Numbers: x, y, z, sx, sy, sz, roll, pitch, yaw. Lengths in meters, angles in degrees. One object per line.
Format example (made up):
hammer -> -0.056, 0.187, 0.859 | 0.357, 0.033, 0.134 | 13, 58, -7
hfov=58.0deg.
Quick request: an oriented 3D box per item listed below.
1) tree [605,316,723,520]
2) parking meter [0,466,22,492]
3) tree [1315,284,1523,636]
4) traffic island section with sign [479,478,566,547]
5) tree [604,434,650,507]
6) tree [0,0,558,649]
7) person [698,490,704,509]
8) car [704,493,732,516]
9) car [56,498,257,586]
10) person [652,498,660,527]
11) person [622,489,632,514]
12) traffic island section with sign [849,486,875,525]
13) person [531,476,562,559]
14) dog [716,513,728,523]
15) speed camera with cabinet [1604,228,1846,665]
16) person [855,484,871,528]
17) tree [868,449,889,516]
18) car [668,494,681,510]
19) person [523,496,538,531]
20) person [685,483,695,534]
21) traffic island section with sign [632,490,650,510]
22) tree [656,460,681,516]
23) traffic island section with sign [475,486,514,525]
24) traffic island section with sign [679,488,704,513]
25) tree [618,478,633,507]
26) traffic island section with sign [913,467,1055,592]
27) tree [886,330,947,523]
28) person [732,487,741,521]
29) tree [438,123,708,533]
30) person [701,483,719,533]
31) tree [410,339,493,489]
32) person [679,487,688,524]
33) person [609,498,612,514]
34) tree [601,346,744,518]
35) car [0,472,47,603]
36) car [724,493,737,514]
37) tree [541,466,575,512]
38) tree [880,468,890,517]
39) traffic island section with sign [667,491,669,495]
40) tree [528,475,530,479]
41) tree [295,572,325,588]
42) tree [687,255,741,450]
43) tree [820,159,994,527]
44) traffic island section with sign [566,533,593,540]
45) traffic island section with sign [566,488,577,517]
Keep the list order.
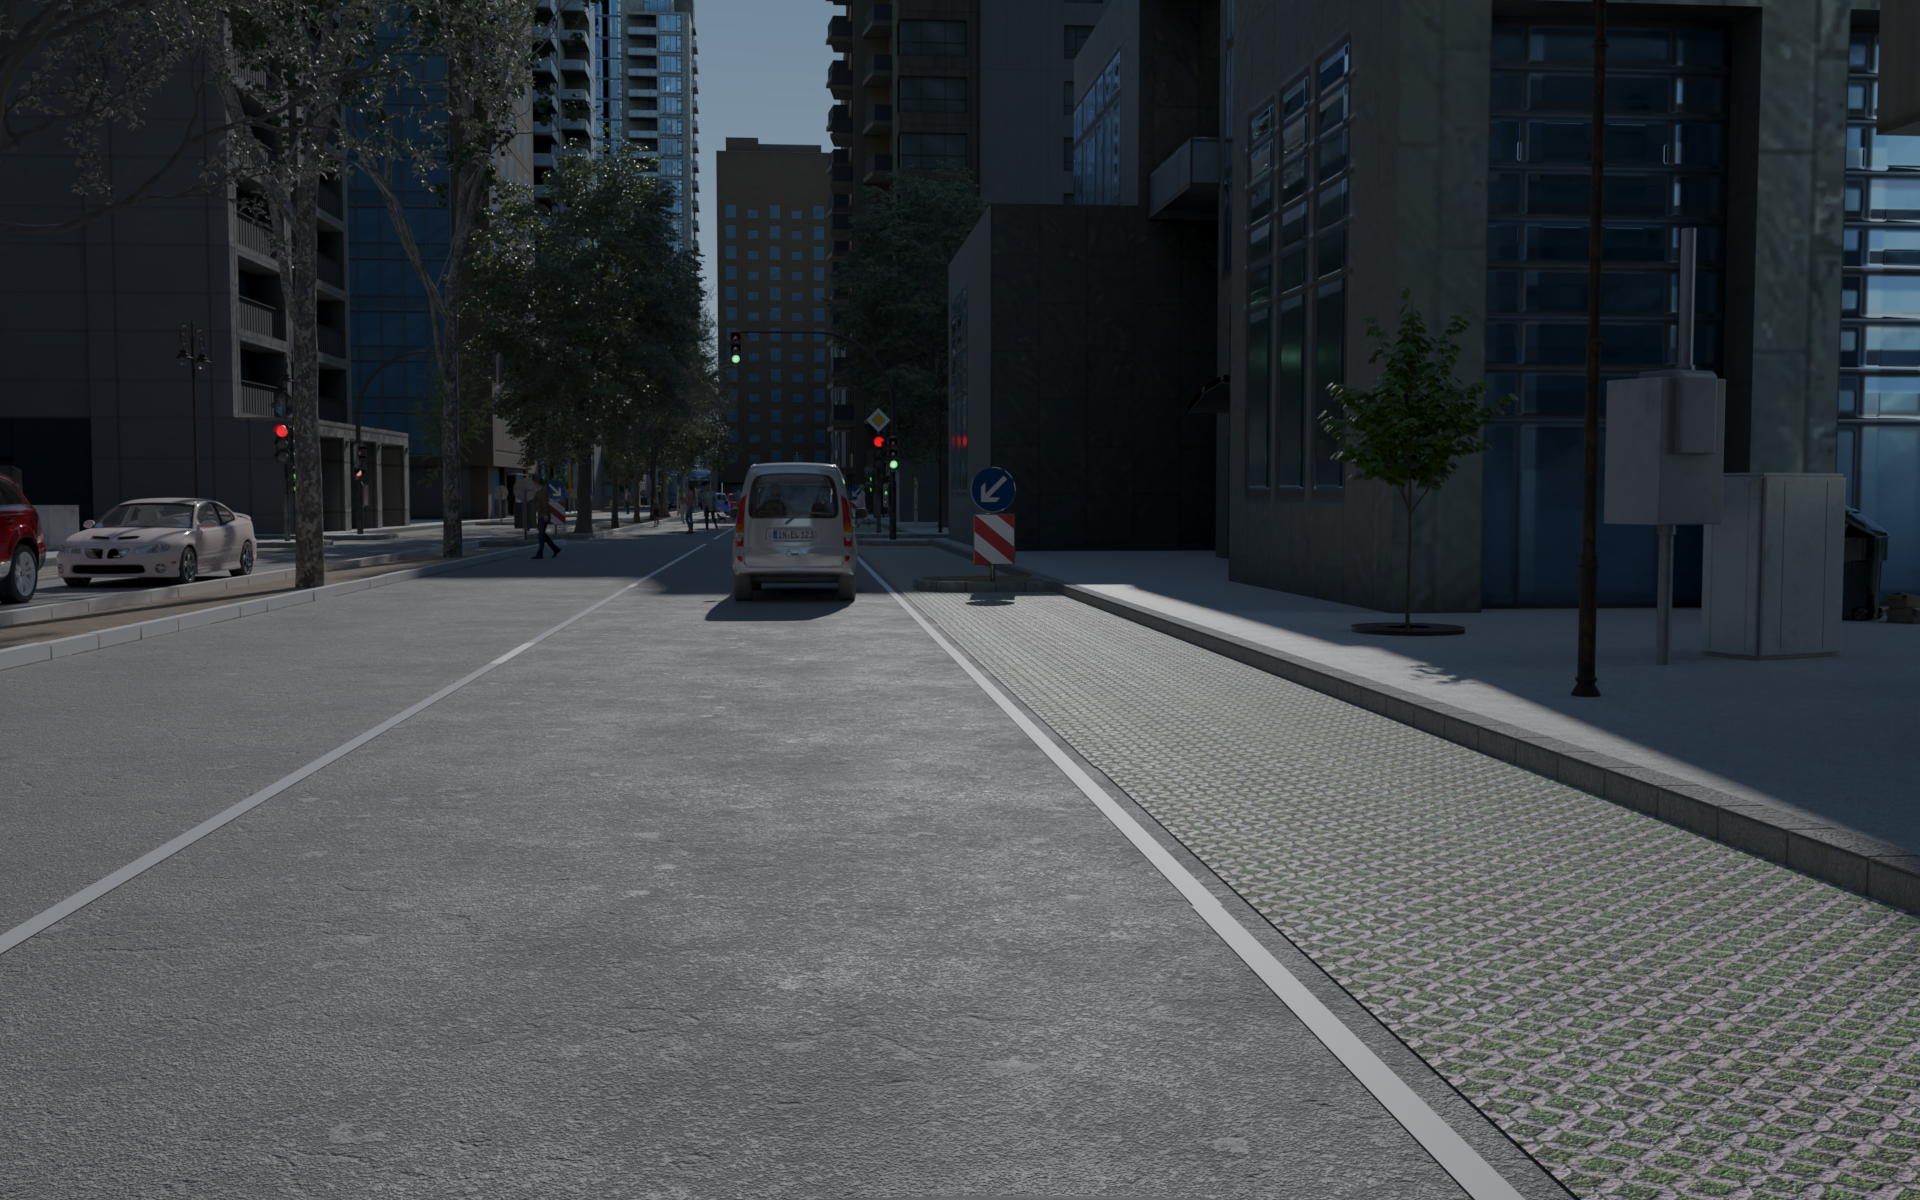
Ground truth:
tree -> -16.760, -10.186, 94.758 | 9.928, 11.665, 9.643 | 0, 3, 0
parking meter -> -19.529, -1.833, 35.683 | 0.255, 1.863, 0.399 | 0, 4, 1
tree -> 4.152, -1.319, 16.172 | 1.663, 3.219, 1.824 | 0, 3, 0
traffic island section with sign -> -12.147, -2.439, 48.011 | 2.006, 1.907, 1.989 | 0, 4, -5
tree -> -32.352, -15.215, 166.892 | 7.486, 12.596, 7.792 | 0, 3, 0
tree -> -8.741, -6.226, 14.624 | 12.009, 13.543, 11.850 | 0, 3, 0
person -> -24.368, -9.504, 163.893 | 1.348, 1.823, 0.705 | 3, 5, 41
car -> -16.041, -6.408, 114.358 | 1.945, 1.707, 3.694 | 0, 4, -6
car -> -13.105, -0.988, 28.508 | 2.083, 1.381, 4.827 | 0, 4, -5
person -> -13.279, -3.825, 75.706 | 0.362, 1.253, 0.373 | 1, 4, 13
person -> -23.551, -6.945, 122.455 | 0.661, 1.777, 0.834 | 1, 4, 13
traffic island section with sign -> -5.042, -4.474, 81.775 | 1.989, 1.847, 2.006 | 0, 4, -5
person -> -9.246, -1.839, 38.484 | 0.656, 1.842, 0.836 | 3, 5, 41
dog -> -11.599, -3.984, 84.421 | 0.406, 0.507, 0.540 | 1, 4, 19
speed camera with cabinet -> 5.967, -1.170, 13.459 | 2.038, 3.252, 0.660 | -2, 4, -26
person -> -4.106, -3.964, 73.187 | 0.818, 1.842, 0.514 | -2, 4, -26
tree -> -3.712, -7.181, 101.129 | 4.285, 4.588, 4.351 | 0, 3, 0
car -> -25.506, -8.914, 155.523 | 2.009, 1.686, 4.222 | 0, 4, -6
person -> -16.595, -3.587, 67.108 | 0.822, 1.834, 0.622 | -3, 5, -42
person -> -9.734, -3.300, 62.458 | 0.388, 1.821, 0.555 | -1, 4, -12
traffic island section with sign -> -28.518, -9.042, 156.459 | 1.989, 1.847, 2.006 | 0, 4, -5
tree -> -18.483, -9.815, 113.290 | 4.360, 8.622, 3.978 | 0, 3, 0
traffic island section with sign -> -21.154, -4.351, 79.770 | 1.989, 1.847, 2.006 | 0, 4, -5
traffic island section with sign -> -20.047, -7.464, 130.179 | 2.006, 1.907, 1.989 | 0, 4, -5
tree -> -33.616, -10.951, 173.655 | 1.663, 3.219, 1.824 | 0, 3, 0
traffic island section with sign -> 0.310, -1.065, 26.045 | 1.989, 1.847, 2.006 | 0, 4, -5
tree -> -1.720, -7.657, 75.559 | 4.737, 8.622, 4.395 | 0, 3, 0
person -> -12.086, -5.239, 94.025 | 0.748, 1.841, 0.638 | -1, 4, -16
tree -> -13.237, -9.259, 60.489 | 9.857, 13.997, 8.962 | 0, 3, 0
person -> -9.246, -3.409, 64.083 | 0.661, 1.843, 0.795 | 1, 4, 15
tree -> -24.467, -8.113, 83.013 | 4.737, 8.622, 4.395 | 0, 3, 0
person -> -13.202, -4.519, 82.942 | 0.519, 1.759, 0.362 | -2, 4, -28
person -> -23.361, -6.268, 115.988 | 0.505, 1.210, 0.382 | 3, 5, 43
tree -> -17.921, -11.318, 104.510 | 9.611, 12.733, 9.660 | 0, 3, 0
car -> -13.148, -0.764, 21.170 | 2.281, 1.827, 5.304 | 0, 4, -5
car -> -16.027, -7.061, 124.483 | 2.155, 1.783, 4.494 | 0, 4, -7
tree -> -28.637, -7.913, 123.975 | 1.663, 3.219, 1.824 | 0, 3, 0
tree -> -3.922, -6.289, 97.423 | 1.663, 3.219, 1.824 | 0, 3, 0
traffic island section with sign -> -31.109, -10.683, 183.290 | 1.989, 1.847, 2.006 | 0, 4, -5
tree -> -27.142, -9.445, 104.789 | 4.737, 8.622, 4.395 | 0, 3, 0
tree -> -11.236, -10.292, 26.626 | 12.611, 20.169, 13.585 | 0, 3, 0
tree -> -14.299, -9.703, 71.464 | 12.009, 13.543, 11.850 | 0, 3, 0
tree -> -0.448, -9.770, 66.394 | 9.857, 13.997, 8.962 | 0, 3, 0
traffic island section with sign -> -12.847, -2.890, 55.385 | 2.006, 1.907, 1.989 | 0, 4, -5
traffic island section with sign -> -23.755, -6.008, 106.855 | 1.989, 1.847, 2.006 | 0, 4, -5
